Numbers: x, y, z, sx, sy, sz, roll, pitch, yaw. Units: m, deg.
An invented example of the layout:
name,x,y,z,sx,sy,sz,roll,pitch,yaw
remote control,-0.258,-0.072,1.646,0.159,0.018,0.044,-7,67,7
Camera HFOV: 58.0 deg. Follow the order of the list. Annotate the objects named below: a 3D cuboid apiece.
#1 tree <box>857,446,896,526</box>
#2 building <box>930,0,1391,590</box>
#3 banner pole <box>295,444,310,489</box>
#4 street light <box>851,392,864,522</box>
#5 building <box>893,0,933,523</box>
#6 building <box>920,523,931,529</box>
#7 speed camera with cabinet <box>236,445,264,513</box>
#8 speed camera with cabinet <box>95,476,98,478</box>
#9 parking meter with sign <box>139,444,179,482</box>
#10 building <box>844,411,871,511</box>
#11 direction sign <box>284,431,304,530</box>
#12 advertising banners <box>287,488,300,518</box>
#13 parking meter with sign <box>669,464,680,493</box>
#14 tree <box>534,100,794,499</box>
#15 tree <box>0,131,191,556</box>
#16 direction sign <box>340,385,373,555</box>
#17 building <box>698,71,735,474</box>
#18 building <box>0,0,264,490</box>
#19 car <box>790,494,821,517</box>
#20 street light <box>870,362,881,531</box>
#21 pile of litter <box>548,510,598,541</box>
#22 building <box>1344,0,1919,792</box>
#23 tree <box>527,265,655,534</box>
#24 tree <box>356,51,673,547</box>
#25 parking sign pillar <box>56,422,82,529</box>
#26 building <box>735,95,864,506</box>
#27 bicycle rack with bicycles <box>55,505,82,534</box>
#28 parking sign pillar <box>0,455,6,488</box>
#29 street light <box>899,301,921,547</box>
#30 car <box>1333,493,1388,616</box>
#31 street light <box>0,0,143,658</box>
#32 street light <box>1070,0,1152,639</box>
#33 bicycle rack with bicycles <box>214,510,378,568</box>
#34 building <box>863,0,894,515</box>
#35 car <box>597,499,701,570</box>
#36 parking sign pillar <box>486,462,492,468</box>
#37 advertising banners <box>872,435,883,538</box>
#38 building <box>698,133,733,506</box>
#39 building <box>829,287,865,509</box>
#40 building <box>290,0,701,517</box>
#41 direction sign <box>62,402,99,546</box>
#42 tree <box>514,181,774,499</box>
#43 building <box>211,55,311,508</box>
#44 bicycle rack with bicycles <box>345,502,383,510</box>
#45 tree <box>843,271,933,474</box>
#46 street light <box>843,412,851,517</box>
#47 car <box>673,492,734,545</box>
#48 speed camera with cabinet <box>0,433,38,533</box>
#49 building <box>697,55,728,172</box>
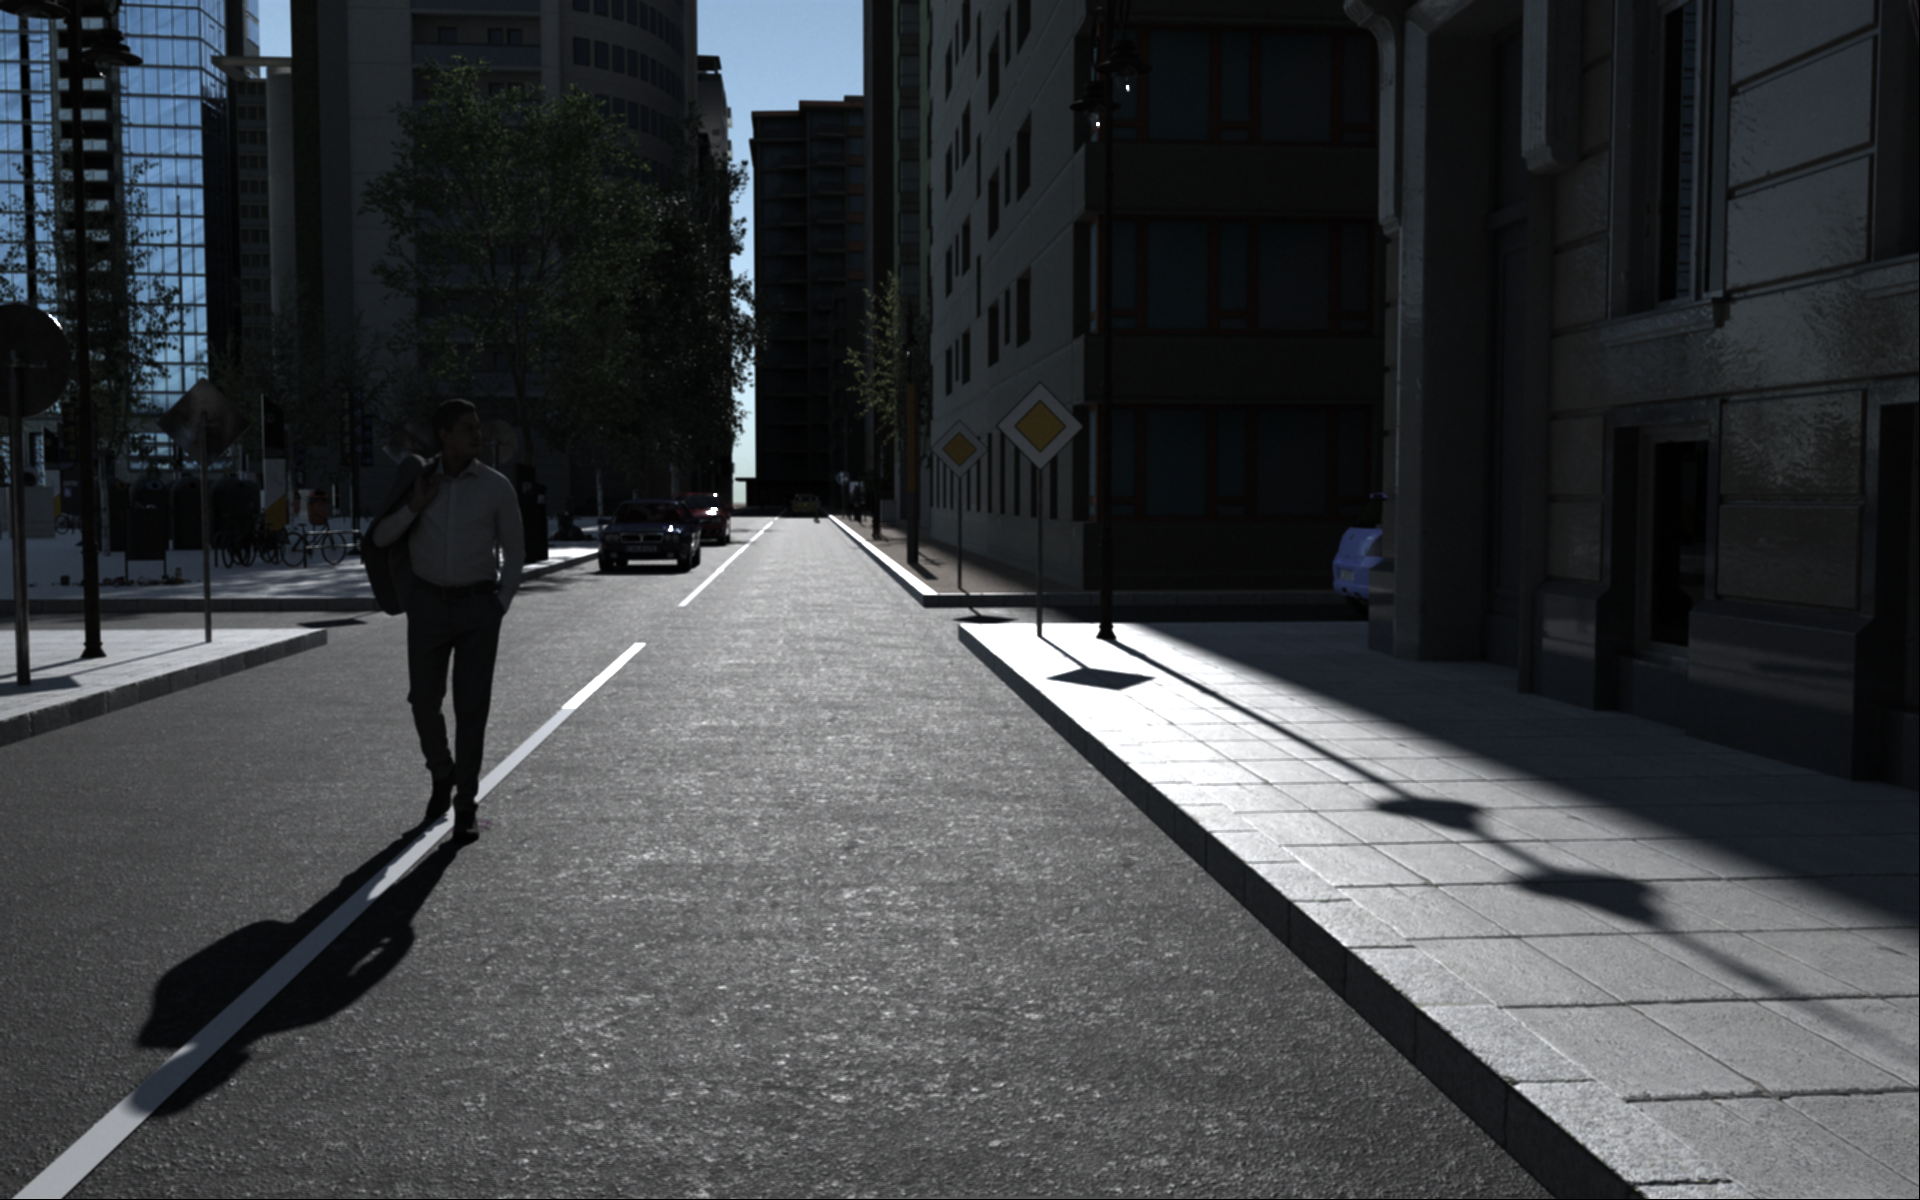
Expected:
name,x,y,z,sx,sy,sz,roll,pitch,yaw
tree,-3.042,-4.573,69.364,1.663,3.219,1.824,0,3,0
building,14.785,-11.771,37.497,28.899,21.520,27.650,0,4,-5
banner pole,-31.663,-5.721,83.550,0.863,3.779,0.401,-3,4,-37
street light,-4.562,-6.465,78.488,0.468,5.910,1.993,0,4,-5
building,3.404,-24.964,91.754,14.154,41.232,14.086,0,4,-5
building,5.266,-23.620,69.788,14.154,41.232,14.086,0,4,-5
speed camera with cabinet,-28.445,-4.642,70.240,2.038,3.252,0.660,1,4,21
speed camera with cabinet,-45.065,-5.907,90.919,0.660,3.252,2.038,-1,4,-9
parking meter with sign,-28.333,-3.940,60.680,1.738,3.016,0.543,-1,4,-15
building,2.851,-49.843,127.610,22.319,86.520,31.000,0,4,-5
direction sign,-23.902,-4.279,61.965,0.876,3.537,0.379,-3,4,-37
advertising banners,-34.340,-5.659,88.720,2.074,3.025,0.090,3,4,36
parking meter with sign,-15.747,-6.109,96.144,0.543,3.016,1.738,0,4,-2
tree,-14.610,-14.059,85.756,12.611,20.169,13.585,0,3,0
tree,-17.656,-5.201,35.398,4.360,8.622,3.978,0,3,0
direction sign,-12.754,-2.717,36.414,0.876,3.537,0.379,3,5,44
building,-40.343,-34.972,191.408,30.456,49.044,23.786,0,4,-5
building,-76.521,-51.513,154.911,31.000,86.520,22.319,0,4,-5
car,-9.909,-6.166,111.043,2.015,1.641,3.980,0,4,-5
street light,-2.935,-5.354,60.328,0.468,5.910,1.993,0,4,-5
pile of litter,-10.743,-2.058,47.608,1.719,0.858,1.176,2,4,35
building,10.452,-13.362,4.376,13.634,28.700,20.117,0,4,-5
tree,-11.433,-6.369,54.495,4.737,8.622,4.395,0,3,0
tree,-10.572,-7.093,41.733,9.928,11.665,9.643,0,3,0
parking sign pillar,-33.206,-4.663,64.708,1.447,3.967,1.447,1,4,17
building,-10.327,-32.959,193.496,28.867,44.769,22.147,0,4,-5
bicycle rack with bicycles,-27.061,-2.576,55.504,2.925,0.926,2.852,2,4,26
parking sign pillar,-47.394,-5.878,84.574,1.447,3.967,1.447,-1,4,-12
street light,-1.205,-4.209,41.601,0.468,5.910,1.993,0,4,-5
car,6.169,-0.621,19.742,3.694,1.707,1.945,0,4,-6
street light,-6.820,-2.487,13.454,0.468,5.910,1.993,0,4,-5
street light,1.299,-2.595,15.215,0.468,5.910,1.993,0,4,-5
bicycle rack with bicycles,-12.202,-1.077,30.994,2.852,0.926,2.925,1,4,14
building,1.282,-27.869,105.774,14.600,45.320,14.200,0,4,-5
car,-6.021,-1.297,33.778,1.945,1.354,3.894,0,4,-5
parking sign pillar,-24.721,-6.175,89.441,1.447,3.967,1.447,2,4,30
advertising banners,-2.423,-3.368,51.259,0.090,3.025,2.074,0,4,6
building,-26.781,-22.969,147.239,14.160,30.474,14.107,0,4,-5
building,1.978,-19.280,160.261,27.650,21.520,28.899,0,4,-5
building,-28.017,-34.714,109.577,21.231,58.520,28.212,0,4,-5
direction sign,-21.742,-3.111,42.865,0.876,3.537,0.379,0,4,4
tree,-11.676,-8.970,63.660,9.611,12.733,9.660,0,3,0
building,-48.667,-28.242,153.632,23.993,40.220,32.217,0,4,-5
bicycle rack with bicycles,-26.210,-3.949,77.948,2.852,0.926,2.925,1,4,15
tree,-1.668,-6.498,56.601,4.360,8.622,3.978,0,3,0
street light,-6.304,-7.625,97.451,0.468,5.910,1.993,0,4,-5
car,-7.622,-2.516,50.182,2.155,1.783,4.494,0,4,-5
speed camera with cabinet,-30.927,-3.767,55.929,2.038,3.252,0.660,-2,4,-31
building,-28.968,-29.381,163.975,14.086,41.232,14.154,0,4,-5
